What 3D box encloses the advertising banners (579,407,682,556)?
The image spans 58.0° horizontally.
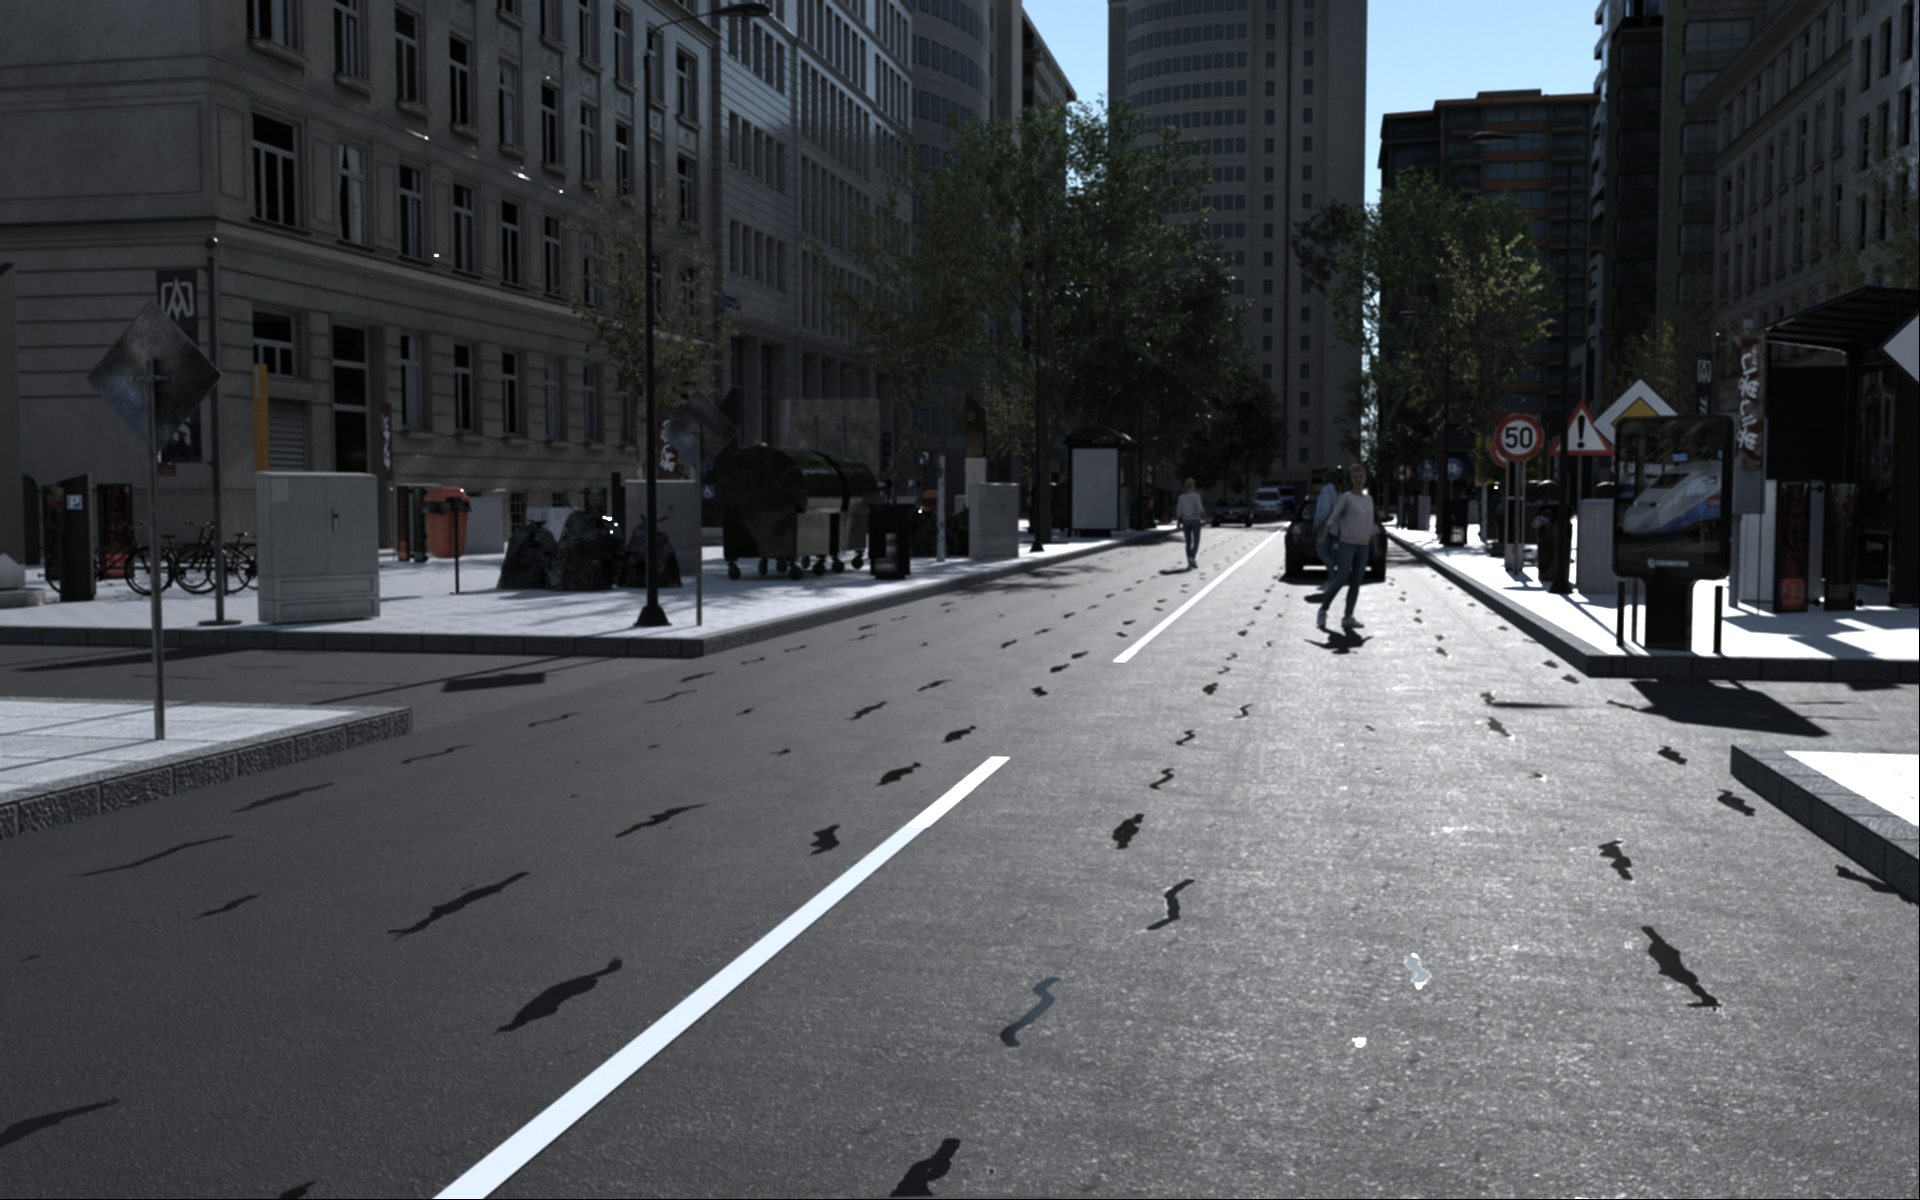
[{"bbox_3d":[-6.610,-2.365,34.848,2.074,3.025,0.090,0,4,-1],"label":"advertising banners"}]

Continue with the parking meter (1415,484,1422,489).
[{"bbox_3d":[21.996,-4.742,83.235,0.255,1.863,0.399,-1,4,-11],"label":"parking meter"}]

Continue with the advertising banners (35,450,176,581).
[{"bbox_3d":[-12.788,-1.831,26.121,2.074,3.025,0.090,-3,4,-38],"label":"advertising banners"}]

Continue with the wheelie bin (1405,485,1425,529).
[{"bbox_3d":[16.601,-3.382,63.208,0.693,1.594,0.980,1,4,12],"label":"wheelie bin"}]

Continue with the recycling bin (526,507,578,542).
[{"bbox_3d":[-7.807,-1.263,33.197,0.722,1.027,0.722,3,4,36],"label":"recycling bin"}]

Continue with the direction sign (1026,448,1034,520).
[{"bbox_3d":[3.447,-5.682,84.903,0.379,3.537,0.876,2,4,28],"label":"direction sign"}]

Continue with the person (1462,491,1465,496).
[{"bbox_3d":[48.523,-9.613,166.616,0.436,1.711,0.756,1,4,18],"label":"person"}]

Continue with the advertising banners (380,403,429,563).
[{"bbox_3d":[-10.613,-2.252,33.005,0.090,3.025,2.074,-3,5,-40],"label":"advertising banners"}]

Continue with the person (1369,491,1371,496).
[{"bbox_3d":[39.210,-9.573,165.950,0.436,1.711,0.756,3,5,43],"label":"person"}]

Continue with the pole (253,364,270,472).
[{"bbox_3d":[-10.953,-2.040,27.194,0.158,3.312,0.155,0,3,0],"label":"pole"}]

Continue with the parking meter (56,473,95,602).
[{"bbox_3d":[-10.601,-0.755,20.756,0.372,1.533,0.369,0,3,0],"label":"parking meter"}]

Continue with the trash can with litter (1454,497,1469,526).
[{"bbox_3d":[19.920,-3.541,69.289,0.624,1.170,1.055,0,4,-8],"label":"trash can with litter"}]

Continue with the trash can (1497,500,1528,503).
[{"bbox_3d":[13.858,-1.947,43.481,0.748,1.137,0.748,0,3,0],"label":"trash can"}]

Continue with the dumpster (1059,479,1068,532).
[{"bbox_3d":[4.112,-3.290,59.549,1.264,1.857,1.865,1,4,12],"label":"dumpster"}]

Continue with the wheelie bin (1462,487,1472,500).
[{"bbox_3d":[24.452,-4.574,82.692,0.980,1.594,0.693,-2,4,-31],"label":"wheelie bin"}]

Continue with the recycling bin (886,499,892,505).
[{"bbox_3d":[-3.644,-4.213,81.444,0.722,1.027,0.722,2,4,25],"label":"recycling bin"}]

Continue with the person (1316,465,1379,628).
[{"bbox_3d":[4.092,-0.581,18.672,0.731,1.740,0.598,-3,4,-38],"label":"person"}]

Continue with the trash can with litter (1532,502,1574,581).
[{"bbox_3d":[8.766,-0.880,25.781,0.624,1.170,1.055,1,4,10],"label":"trash can with litter"}]

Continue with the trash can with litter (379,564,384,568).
[{"bbox_3d":[-10.807,-1.146,29.790,1.678,1.210,2.233,-1,4,-15],"label":"trash can with litter"}]

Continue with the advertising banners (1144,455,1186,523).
[{"bbox_3d":[9.127,-4.913,76.511,2.074,3.025,0.090,0,4,3],"label":"advertising banners"}]

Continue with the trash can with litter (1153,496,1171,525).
[{"bbox_3d":[8.061,-3.812,73.387,1.678,1.210,2.233,-3,4,-38],"label":"trash can with litter"}]

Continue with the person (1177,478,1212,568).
[{"bbox_3d":[4.527,-1.492,33.568,0.731,1.740,0.598,1,4,18],"label":"person"}]

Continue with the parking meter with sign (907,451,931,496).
[{"bbox_3d":[-1.829,-4.498,69.802,0.543,3.016,1.738,2,4,28],"label":"parking meter with sign"}]

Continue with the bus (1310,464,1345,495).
[{"bbox_3d":[29.710,-9.093,140.219,2.896,3.916,12.252,1,4,12],"label":"bus"}]

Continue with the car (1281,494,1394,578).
[{"bbox_3d":[6.761,-1.302,31.071,2.009,1.686,4.222,1,4,13],"label":"car"}]

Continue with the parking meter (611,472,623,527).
[{"bbox_3d":[-9.306,-2.530,47.079,0.255,1.863,0.399,0,4,1],"label":"parking meter"}]

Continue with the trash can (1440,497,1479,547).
[{"bbox_3d":[12.101,-1.876,42.326,0.748,1.137,0.748,0,3,0],"label":"trash can"}]

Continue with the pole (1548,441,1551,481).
[{"bbox_3d":[22.439,-4.422,66.136,0.158,3.312,0.155,0,3,0],"label":"pole"}]

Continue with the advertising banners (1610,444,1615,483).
[{"bbox_3d":[17.032,-2.857,42.896,2.074,3.025,0.090,0,4,5],"label":"advertising banners"}]

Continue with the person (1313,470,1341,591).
[{"bbox_3d":[5.491,-1.039,25.749,0.793,1.790,0.793,0,4,-5],"label":"person"}]

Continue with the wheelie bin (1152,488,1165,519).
[{"bbox_3d":[10.147,-4.925,88.436,0.980,1.594,0.693,3,5,44],"label":"wheelie bin"}]

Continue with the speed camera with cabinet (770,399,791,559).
[{"bbox_3d":[-3.439,-2.503,35.261,0.660,3.252,2.038,0,4,5],"label":"speed camera with cabinet"}]

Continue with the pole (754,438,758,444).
[{"bbox_3d":[-7.423,-4.238,63.131,0.158,3.312,0.155,0,3,0],"label":"pole"}]

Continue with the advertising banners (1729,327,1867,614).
[{"bbox_3d":[9.007,-1.374,18.649,2.074,3.025,0.090,-2,4,-24],"label":"advertising banners"}]

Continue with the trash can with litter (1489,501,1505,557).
[{"bbox_3d":[11.317,-1.489,35.736,0.624,1.170,1.055,2,4,33],"label":"trash can with litter"}]

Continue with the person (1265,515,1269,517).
[{"bbox_3d":[18.954,-5.859,107.534,0.697,1.427,0.421,0,4,7],"label":"person"}]

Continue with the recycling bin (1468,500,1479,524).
[{"bbox_3d":[22.027,-3.802,74.714,0.722,1.027,0.722,1,4,18],"label":"recycling bin"}]

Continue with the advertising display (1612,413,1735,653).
[{"bbox_3d":[5.846,-0.552,14.245,0.123,1.923,0.974,-3,4,-39],"label":"advertising display"}]

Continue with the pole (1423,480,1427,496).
[{"bbox_3d":[22.758,-5.564,84.808,0.158,3.312,0.155,0,3,0],"label":"pole"}]

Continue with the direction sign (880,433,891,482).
[{"bbox_3d":[-2.965,-4.414,64.173,0.876,3.537,0.379,1,4,20],"label":"direction sign"}]

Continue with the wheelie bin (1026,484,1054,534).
[{"bbox_3d":[2.628,-2.936,55.913,0.980,1.594,0.693,-3,4,-39],"label":"wheelie bin"}]

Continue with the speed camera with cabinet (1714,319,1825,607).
[{"bbox_3d":[9.351,-1.585,20.258,2.038,3.252,0.660,-3,4,-37],"label":"speed camera with cabinet"}]

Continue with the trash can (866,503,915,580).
[{"bbox_3d":[-1.051,-0.881,26.058,0.748,1.137,0.748,0,3,0],"label":"trash can"}]

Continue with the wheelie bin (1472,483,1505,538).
[{"bbox_3d":[15.450,-2.596,50.347,0.693,1.594,0.980,2,4,31],"label":"wheelie bin"}]

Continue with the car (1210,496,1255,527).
[{"bbox_3d":[12.064,-3.921,76.694,1.945,1.354,3.894,1,4,11],"label":"car"}]

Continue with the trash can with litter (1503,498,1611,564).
[{"bbox_3d":[11.108,-1.301,32.330,2.233,1.210,1.678,0,4,1],"label":"trash can with litter"}]

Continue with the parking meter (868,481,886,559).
[{"bbox_3d":[-1.655,-1.601,34.583,0.372,1.533,0.369,0,3,0],"label":"parking meter"}]

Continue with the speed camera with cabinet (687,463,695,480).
[{"bbox_3d":[-7.705,-3.474,51.136,0.660,3.252,2.038,-1,4,-10],"label":"speed camera with cabinet"}]
